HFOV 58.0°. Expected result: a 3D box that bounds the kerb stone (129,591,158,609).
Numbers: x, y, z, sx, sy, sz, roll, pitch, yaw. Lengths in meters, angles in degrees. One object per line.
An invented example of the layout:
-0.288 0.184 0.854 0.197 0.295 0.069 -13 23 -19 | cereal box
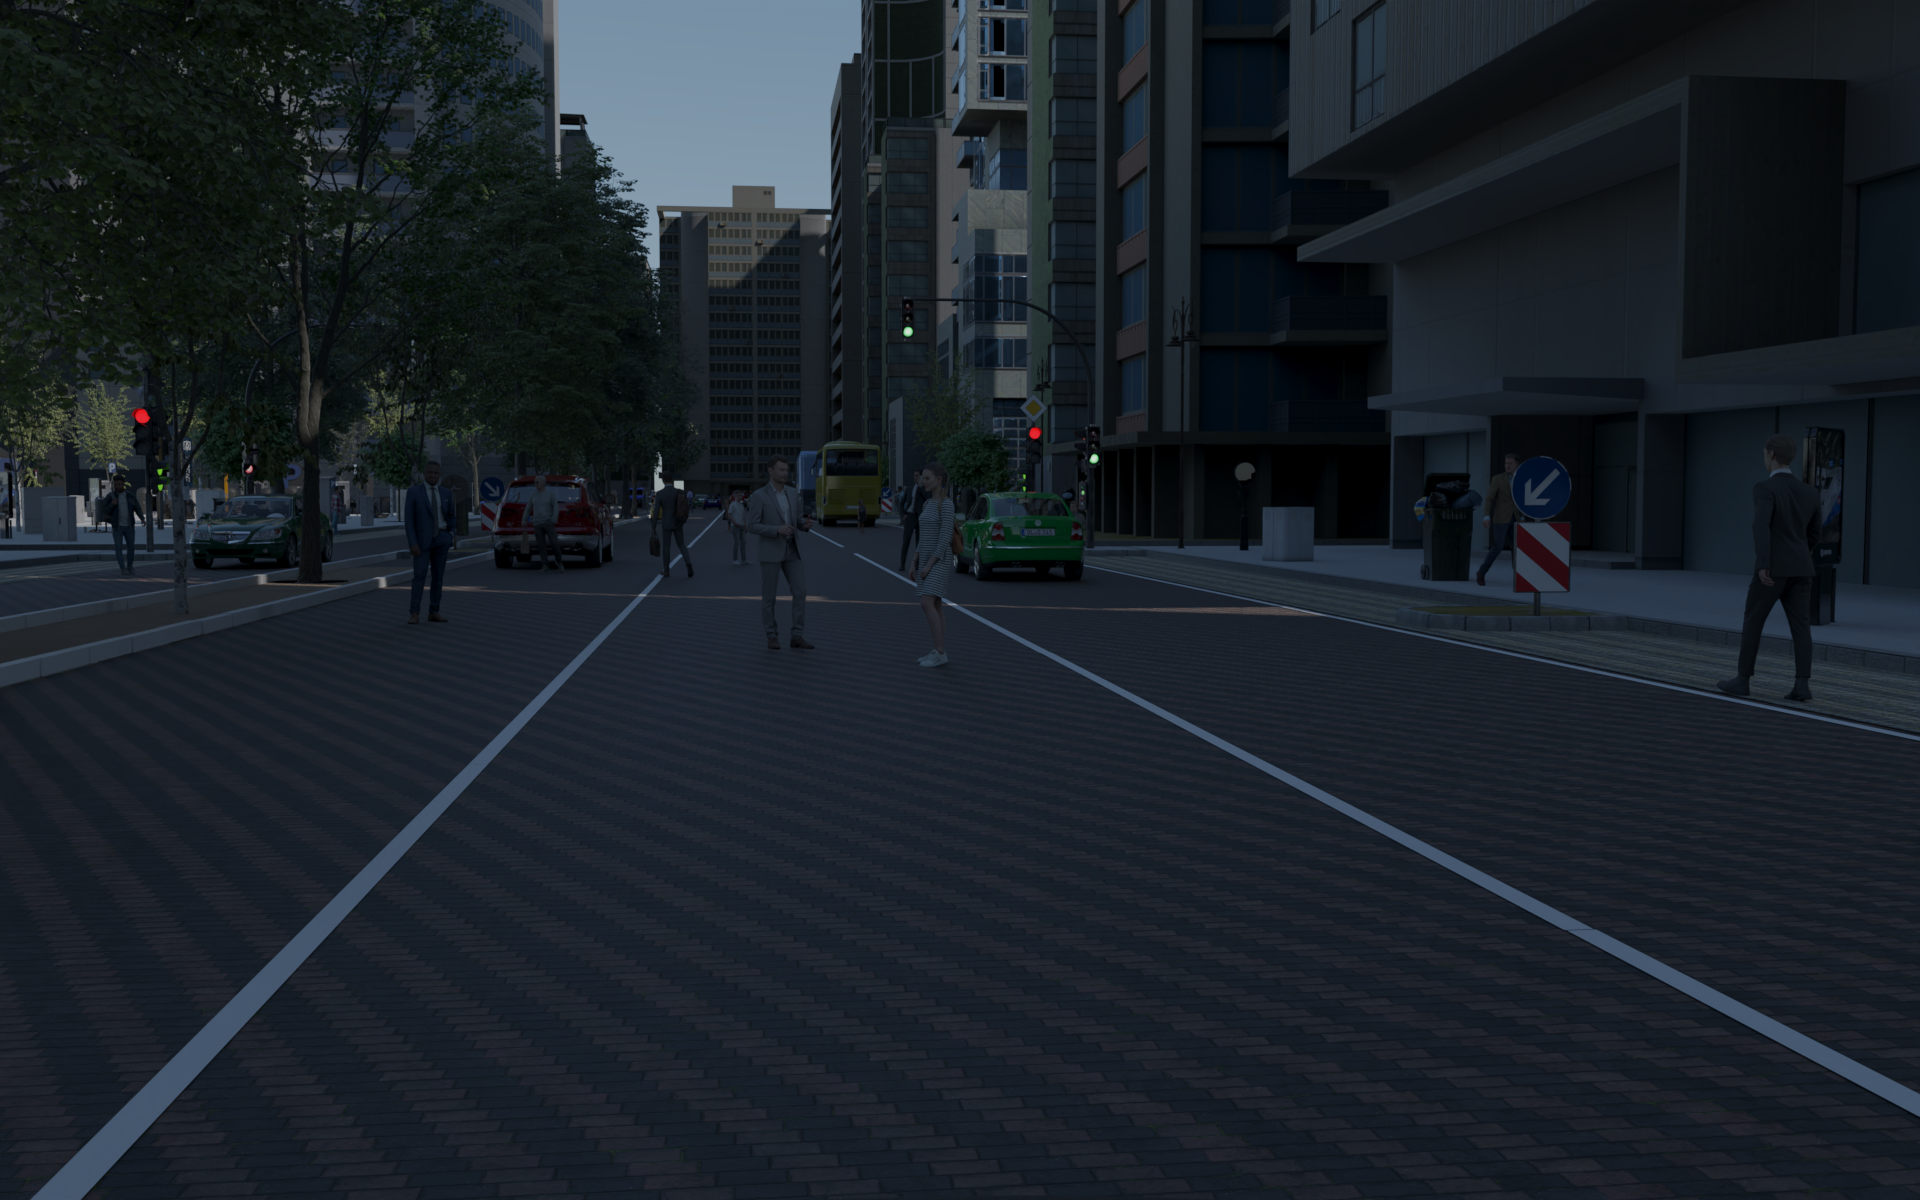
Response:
-10.416 0.018 21.928 0.120 0.150 1.000 0 4 -7 | kerb stone

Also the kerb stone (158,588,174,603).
-10.560 -0.041 22.943 0.120 0.150 1.000 0 4 -7 | kerb stone

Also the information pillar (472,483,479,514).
-31.855 -6.689 113.861 0.304 2.012 0.304 1 4 14 | information pillar

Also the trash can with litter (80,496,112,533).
-28.257 -2.827 57.273 2.233 1.210 1.678 2 4 29 | trash can with litter

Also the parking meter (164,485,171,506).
-43.762 -5.500 95.633 0.255 1.863 0.399 -3 5 -40 | parking meter

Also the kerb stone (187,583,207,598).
-10.678 -0.108 23.963 0.120 0.150 1.000 0 4 -7 | kerb stone

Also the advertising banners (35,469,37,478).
-61.116 -7.307 115.664 0.090 3.025 2.074 0 4 7 | advertising banners

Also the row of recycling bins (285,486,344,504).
-32.271 -4.856 86.503 3.534 1.692 1.069 1 4 22 | row of recycling bins

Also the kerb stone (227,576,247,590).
-10.940 -0.232 25.995 0.120 0.150 1.000 0 4 -7 | kerb stone

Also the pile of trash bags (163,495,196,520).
-39.042 -4.755 87.498 3.447 1.369 1.912 0 4 1 | pile of trash bags

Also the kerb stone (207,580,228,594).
-10.813 -0.165 24.981 0.120 0.150 1.000 0 4 -7 | kerb stone

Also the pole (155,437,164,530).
-28.769 -4.183 62.236 0.158 3.312 0.155 0 3 0 | pole

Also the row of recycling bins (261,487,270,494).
-42.865 -6.254 109.366 1.069 1.692 3.534 1 4 13 | row of recycling bins

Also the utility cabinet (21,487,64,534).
-29.263 -2.850 55.284 1.173 1.500 0.318 -3 5 -41 | utility cabinet

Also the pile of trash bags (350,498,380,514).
-38.639 -6.180 110.788 3.447 1.369 1.912 3 5 40 | pile of trash bags

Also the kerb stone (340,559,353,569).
-11.838 -0.668 33.116 0.120 0.150 1.000 0 4 -7 | kerb stone

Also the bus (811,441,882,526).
-5.283 -5.410 80.005 2.896 3.916 12.252 0 4 -6 | bus

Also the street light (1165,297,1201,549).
5.214 -4.151 40.663 0.468 5.910 1.993 0 4 -7 | street light

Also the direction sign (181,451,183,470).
-40.869 -6.063 91.132 0.379 3.537 0.876 -3 5 -39 | direction sign

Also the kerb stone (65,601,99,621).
-10.166 0.141 19.894 0.120 0.150 1.000 0 4 -7 | kerb stone

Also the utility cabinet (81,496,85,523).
-38.607 -3.952 75.769 0.306 1.237 1.020 -1 4 -11 | utility cabinet

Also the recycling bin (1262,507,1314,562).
6.295 -1.264 33.222 0.722 1.027 0.722 -2 4 -29 | recycling bin

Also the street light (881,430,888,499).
-5.333 -9.196 123.139 0.468 5.910 1.993 0 4 -7 | street light

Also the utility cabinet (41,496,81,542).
-24.499 -2.199 47.108 1.020 1.237 0.306 2 4 25 | utility cabinet

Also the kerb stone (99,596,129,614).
-10.299 0.080 20.909 0.120 0.150 1.000 0 4 -7 | kerb stone

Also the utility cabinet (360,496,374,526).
-23.767 -3.564 69.440 0.306 1.237 1.020 0 4 -6 | utility cabinet

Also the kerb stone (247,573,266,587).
-11.069 -0.292 27.009 0.120 0.150 1.000 0 4 -7 | kerb stone

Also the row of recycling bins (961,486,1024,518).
1.810 -5.063 89.895 3.534 1.692 1.069 0 4 -1 | row of recycling bins

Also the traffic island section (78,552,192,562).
-17.892 -0.976 38.233 2.009 0.180 2.903 0 4 -7 | traffic island section

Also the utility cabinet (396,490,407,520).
-27.539 -4.722 85.887 1.173 1.500 0.318 3 5 43 | utility cabinet

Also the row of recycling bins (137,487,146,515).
-50.933 -6.239 109.123 1.069 1.692 3.534 -1 4 -9 | row of recycling bins

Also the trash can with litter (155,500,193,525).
-33.328 -3.793 73.068 1.678 1.210 2.233 3 4 37 | trash can with litter

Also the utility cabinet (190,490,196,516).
-43.215 -5.476 98.211 0.318 1.500 1.173 1 4 18 | utility cabinet

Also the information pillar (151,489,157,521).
-38.152 -4.742 82.030 0.304 2.012 0.304 -2 4 -29 | information pillar

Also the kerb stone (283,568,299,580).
-11.324 -0.419 29.047 0.120 0.150 1.000 0 4 -7 | kerb stone

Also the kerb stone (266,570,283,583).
-11.194 -0.351 28.023 0.120 0.150 1.000 0 4 -7 | kerb stone

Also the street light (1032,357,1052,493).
2.776 -5.245 58.549 0.468 5.910 1.993 0 4 -7 | street light

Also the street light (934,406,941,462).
-1.225 -7.241 91.183 0.468 5.910 1.993 0 4 -7 | street light

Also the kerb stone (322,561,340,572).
-11.706 -0.605 32.095 0.120 0.150 1.000 0 4 -7 | kerb stone

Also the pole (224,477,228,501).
-36.810 -5.690 86.878 0.158 3.312 0.155 0 3 0 | pole

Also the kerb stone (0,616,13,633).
-9.910 0.267 17.864 0.120 0.150 1.000 0 4 -7 | kerb stone

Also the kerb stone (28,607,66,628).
-10.036 0.203 18.880 0.120 0.150 1.000 0 4 -7 | kerb stone

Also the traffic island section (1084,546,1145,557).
3.083 -1.137 40.875 2.009 0.180 2.903 0 4 -7 | traffic island section

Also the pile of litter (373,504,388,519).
-30.785 -4.742 91.492 1.176 0.858 1.719 0 4 0 | pile of litter

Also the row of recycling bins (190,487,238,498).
-46.879 -6.207 108.604 3.534 1.692 1.069 1 4 15 | row of recycling bins
